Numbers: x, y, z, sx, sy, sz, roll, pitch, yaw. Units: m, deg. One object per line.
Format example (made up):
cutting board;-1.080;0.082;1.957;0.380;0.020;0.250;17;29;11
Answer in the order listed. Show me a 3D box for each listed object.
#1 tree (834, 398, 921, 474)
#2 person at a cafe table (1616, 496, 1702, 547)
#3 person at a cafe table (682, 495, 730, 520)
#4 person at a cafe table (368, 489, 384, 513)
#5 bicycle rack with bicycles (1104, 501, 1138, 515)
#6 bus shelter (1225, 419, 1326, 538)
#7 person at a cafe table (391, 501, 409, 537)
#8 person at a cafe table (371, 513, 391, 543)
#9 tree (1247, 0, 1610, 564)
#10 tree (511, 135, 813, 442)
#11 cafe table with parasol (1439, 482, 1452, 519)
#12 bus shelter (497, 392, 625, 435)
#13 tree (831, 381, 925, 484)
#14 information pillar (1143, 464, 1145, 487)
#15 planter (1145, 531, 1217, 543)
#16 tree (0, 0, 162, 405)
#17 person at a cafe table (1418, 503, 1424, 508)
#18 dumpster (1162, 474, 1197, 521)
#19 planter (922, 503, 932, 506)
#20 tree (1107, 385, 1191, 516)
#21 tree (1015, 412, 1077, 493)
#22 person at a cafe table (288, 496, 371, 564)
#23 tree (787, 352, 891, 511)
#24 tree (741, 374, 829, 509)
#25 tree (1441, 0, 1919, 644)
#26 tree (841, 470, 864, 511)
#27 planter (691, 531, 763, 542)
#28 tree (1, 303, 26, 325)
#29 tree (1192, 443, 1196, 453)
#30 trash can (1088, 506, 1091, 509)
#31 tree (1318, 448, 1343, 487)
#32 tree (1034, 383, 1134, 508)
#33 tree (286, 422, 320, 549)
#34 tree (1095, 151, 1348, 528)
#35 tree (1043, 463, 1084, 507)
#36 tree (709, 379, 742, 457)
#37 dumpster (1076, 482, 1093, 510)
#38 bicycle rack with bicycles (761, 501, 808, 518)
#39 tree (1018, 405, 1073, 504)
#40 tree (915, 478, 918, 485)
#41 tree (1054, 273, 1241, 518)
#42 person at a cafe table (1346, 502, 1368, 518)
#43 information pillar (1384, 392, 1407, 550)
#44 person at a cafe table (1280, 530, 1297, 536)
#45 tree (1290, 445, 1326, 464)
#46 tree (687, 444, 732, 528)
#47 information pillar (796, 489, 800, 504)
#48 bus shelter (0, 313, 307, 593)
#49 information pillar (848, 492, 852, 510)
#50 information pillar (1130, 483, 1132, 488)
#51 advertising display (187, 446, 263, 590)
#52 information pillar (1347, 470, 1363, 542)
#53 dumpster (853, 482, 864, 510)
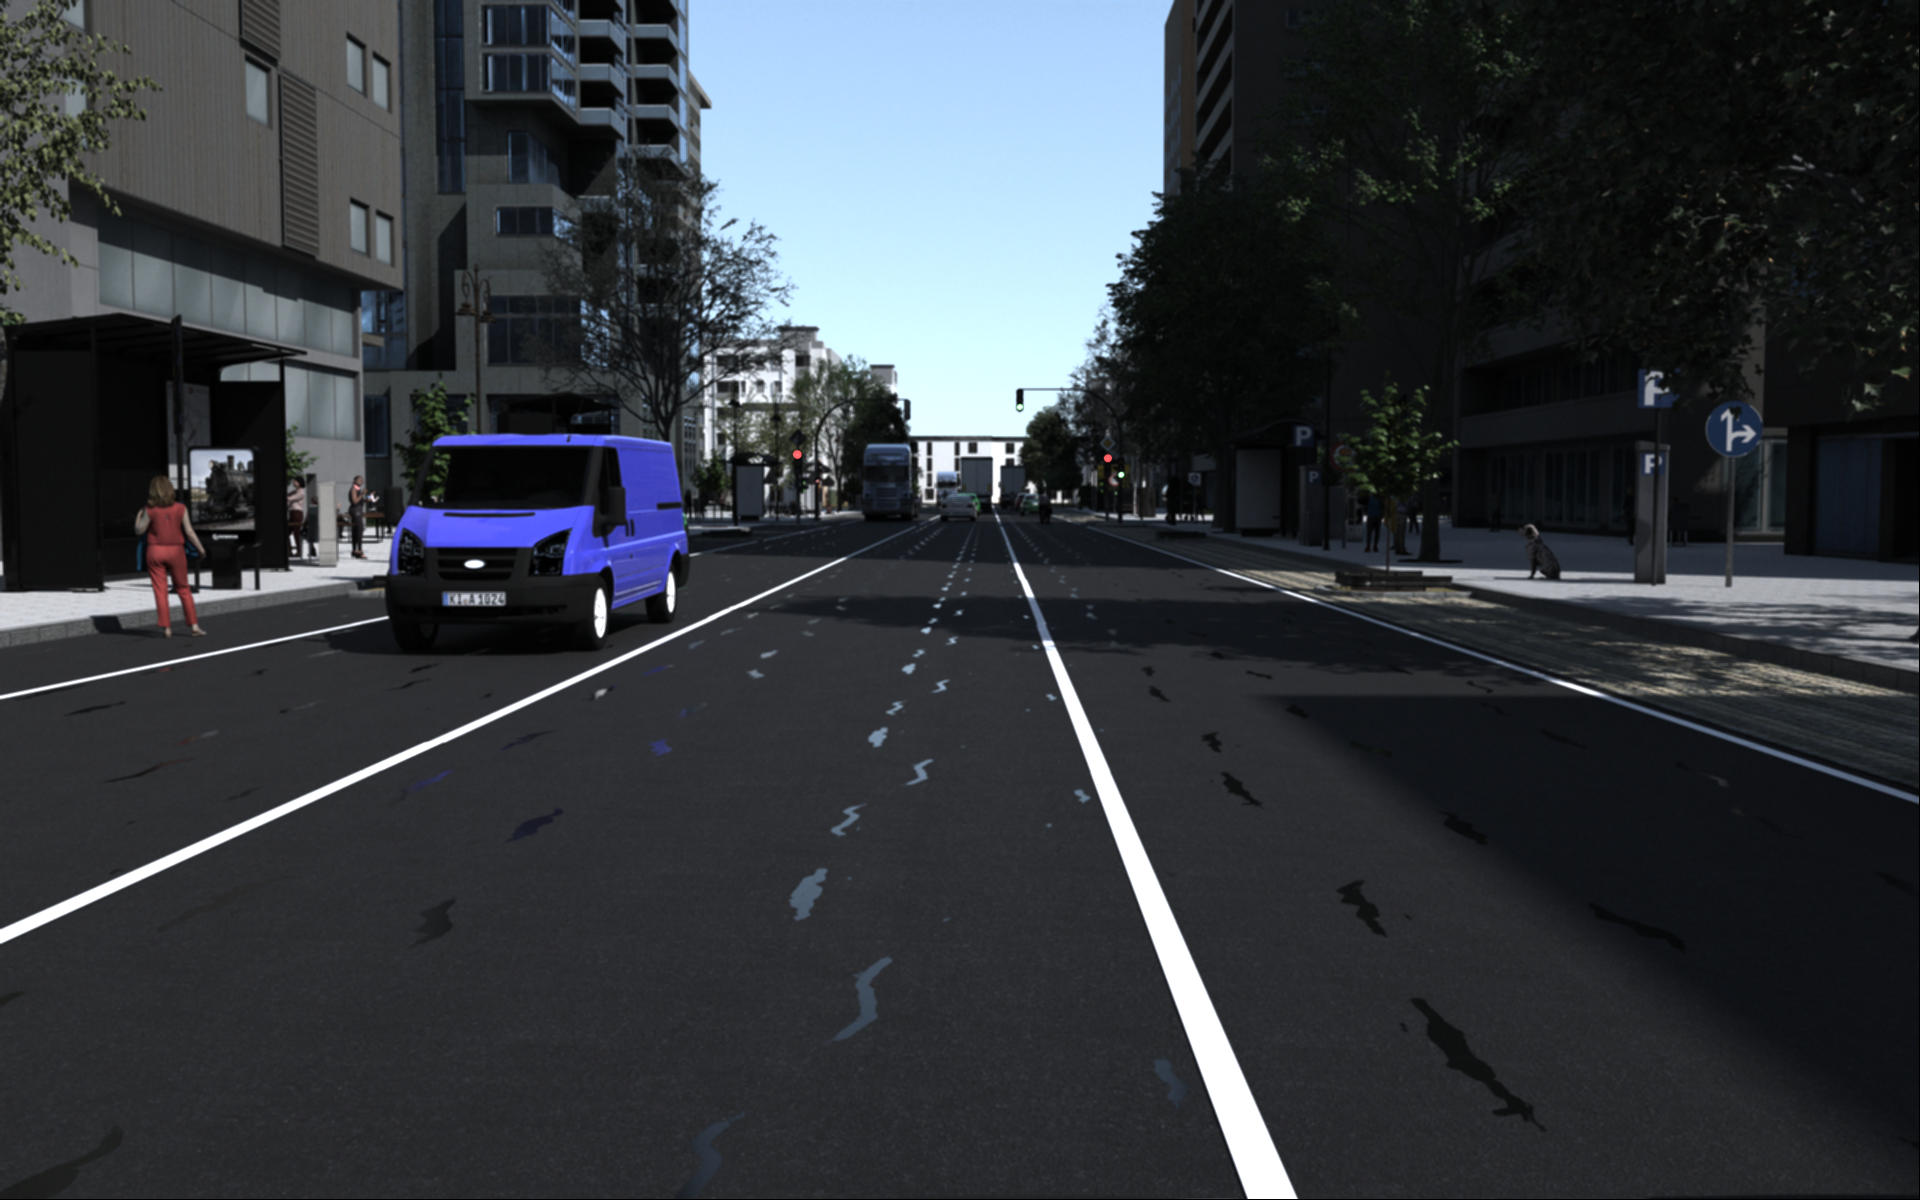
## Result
tree;-7.903;-14.198;166.550;8.767;10.594;7.601;0;4;-2
person at a cafe table;17.291;-1.934;42.477;1.698;1.238;1.726;0;4;-2
person at a cafe table;-12.613;-4.578;85.718;1.698;1.238;1.726;1;4;22
person at a cafe table;-29.531;-4.867;88.090;1.622;1.524;1.698;-3;4;-38
bicycle rack with bicycles;10.347;-5.759;107.536;2.925;0.926;2.852;-1;4;-12
bus shelter;8.926;-3.386;49.290;2.014;3.302;5.546;0;4;1
person at a cafe table;-17.244;-2.485;51.491;1.726;1.238;1.698;-2;4;-29
person at a cafe table;-16.040;-2.125;45.597;1.726;1.238;1.698;-1;4;-13
tree;8.965;-6.504;32.090;9.928;11.665;9.643;0;3;0
tree;-10.157;-9.116;59.410;12.009;13.543;11.850;0;3;0
cafe table with parasol;25.690;-5.197;89.837;2.610;1.966;2.610;2;4;26
bus shelter;-9.769;-3.158;42.923;1.731;3.624;6.357;0;4;1
tree;-8.365;-15.860;176.323;9.611;12.733;9.660;0;3;0
information pillar;11.758;-7.296;110.639;0.504;3.616;0.183;-3;5;-42
planter;6.541;-1.868;51.676;1.991;0.319;1.994;0;4;1
tree;-10.905;-4.183;18.756;4.737;8.622;4.395;0;3;0
person at a cafe table;40.630;-8.873;153.595;1.698;1.524;1.622;1;4;11
dumpster;10.607;-4.971;83.774;1.502;2.255;1.985;0;4;1
planter;-4.463;-11.706;212.532;1.991;0.319;1.994;0;4;1
tree;10.550;-9.328;102.880;4.360;8.622;3.978;0;3;0
tree;11.648;-19.344;233.285;9.611;12.733;9.660;0;3;0
person at a cafe table;-12.281;-1.331;32.619;1.698;1.238;1.726;-2;4;-35
tree;-9.000;-12.386;128.273;9.928;11.665;9.643;0;3;0
tree;-9.962;-9.528;106.150;4.737;8.622;4.395;0;3;0
tree;8.712;-5.970;14.621;9.611;12.733;9.660;0;3;0
tree;-8.089;-8.744;137.573;1.663;3.219;1.824;0;3;0
planter;-7.038;-1.929;52.677;1.991;0.319;1.994;0;4;1
tree;-14.637;-2.496;24.516;4.285;4.588;4.351;0;3;0
tree;14.778;-10.298;118.734;4.360;8.622;3.978;0;3;0
trash can;11.390;-8.434;149.555;0.748;1.137;0.748;0;3;0
tree;15.330;-4.808;73.215;1.663;3.219;1.824;0;3;0
tree;10.578;-13.316;152.128;8.767;10.594;7.601;0;4;6
tree;-16.065;-2.797;40.339;1.663;3.219;1.824;0;3;0
tree;10.021;-9.722;65.610;9.857;13.997;8.962;0;3;0
tree;10.514;-11.207;166.949;4.285;4.588;4.351;0;3;0
tree;-14.013;-9.881;111.919;4.737;8.622;4.395;0;3;0
dumpster;10.114;-8.338;138.827;1.502;2.255;1.985;0;4;1
bicycle rack with bicycles;-9.843;-5.012;95.332;2.925;0.926;2.852;-3;4;-39
tree;11.074;-18.547;221.370;7.486;12.596;7.792;0;3;0
tree;-7.104;-14.759;225.021;4.285;4.588;4.351;0;3;0
tree;10.304;-11.237;94.088;12.009;13.543;11.850;0;3;0
person at a cafe table;13.557;-3.049;60.720;1.698;1.238;1.726;3;4;36
information pillar;10.056;-2.974;39.981;0.504;3.616;0.183;0;4;-5
person at a cafe table;10.432;-2.746;53.405;1.698;1.524;1.622;-1;4;-22
tree;18.772;-6.839;95.527;4.285;4.588;4.351;0;3;0
tree;-9.449;-4.427;66.985;1.663;3.219;1.824;0;3;0
information pillar;-10.224;-6.456;110.040;0.304;2.012;0.304;-3;5;-41
bus shelter;-11.676;-2.099;25.599;1.731;3.624;6.357;0;4;1
information pillar;-8.831;-8.301;140.213;0.304;2.012;0.304;2;4;24
information pillar;11.625;-7.005;119.021;0.304;2.012;0.304;-3;4;-39
advertising display;-9.836;-1.099;23.186;0.974;1.923;0.123;0;4;6
information pillar;10.536;-2.547;46.140;0.304;2.012;0.304;-2;4;-32
dumpster;-8.122;-8.568;142.573;1.502;2.255;1.985;0;4;1
